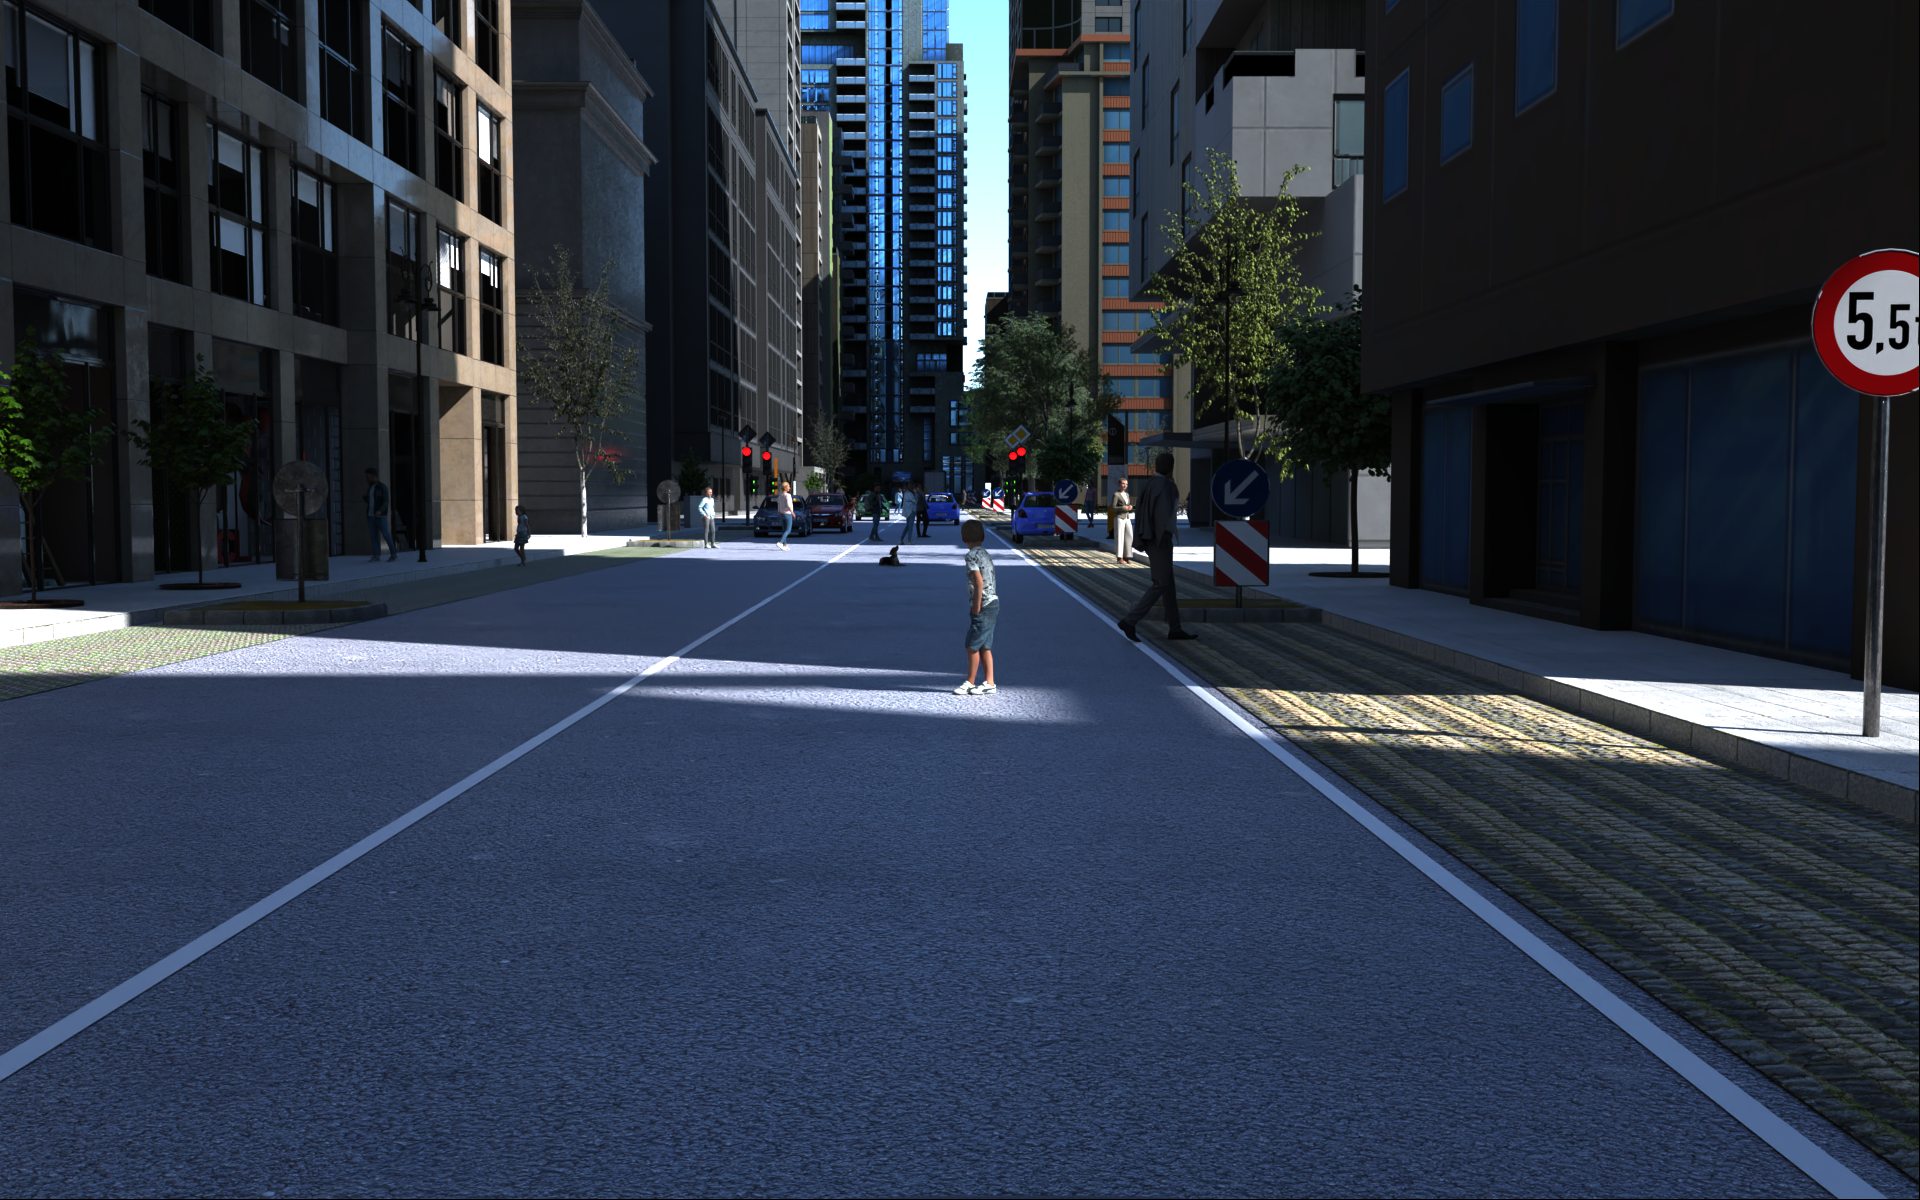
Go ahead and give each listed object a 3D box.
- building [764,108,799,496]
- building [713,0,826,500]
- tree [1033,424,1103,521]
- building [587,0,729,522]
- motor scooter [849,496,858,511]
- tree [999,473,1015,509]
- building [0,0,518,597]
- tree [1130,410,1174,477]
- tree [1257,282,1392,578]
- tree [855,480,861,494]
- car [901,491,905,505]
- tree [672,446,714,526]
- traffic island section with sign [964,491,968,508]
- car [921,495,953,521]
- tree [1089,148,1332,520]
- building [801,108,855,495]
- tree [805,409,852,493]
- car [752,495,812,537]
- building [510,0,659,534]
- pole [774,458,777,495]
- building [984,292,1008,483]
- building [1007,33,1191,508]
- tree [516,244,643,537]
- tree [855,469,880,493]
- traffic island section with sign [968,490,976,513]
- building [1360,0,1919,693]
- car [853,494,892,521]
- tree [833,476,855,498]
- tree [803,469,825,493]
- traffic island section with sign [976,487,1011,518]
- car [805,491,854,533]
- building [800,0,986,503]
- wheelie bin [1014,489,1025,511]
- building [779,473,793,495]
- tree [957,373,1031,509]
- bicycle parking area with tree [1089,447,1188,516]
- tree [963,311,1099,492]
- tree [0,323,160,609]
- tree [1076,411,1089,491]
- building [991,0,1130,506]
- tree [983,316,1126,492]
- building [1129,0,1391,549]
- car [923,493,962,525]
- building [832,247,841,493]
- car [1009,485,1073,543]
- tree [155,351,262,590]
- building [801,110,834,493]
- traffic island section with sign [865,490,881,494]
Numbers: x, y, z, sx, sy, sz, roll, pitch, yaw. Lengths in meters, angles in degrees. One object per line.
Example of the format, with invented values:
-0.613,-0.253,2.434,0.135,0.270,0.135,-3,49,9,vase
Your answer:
-18.647,-19.587,113.753,14.314,27.812,24.014,0,4,-1,building
-23.209,-44.238,161.543,20.563,71.187,20.611,0,4,-1,building
5.060,-5.993,81.694,4.285,4.588,4.351,0,3,0,tree
-18.664,-18.101,89.451,14.314,27.812,24.014,0,4,-1,building
-8.916,-8.096,145.139,0.815,1.314,1.986,0,4,-2,motor scooter
4.430,-9.737,153.794,1.663,3.219,1.824,0,3,0,tree
-21.609,-13.790,29.987,19.350,26.468,34.151,0,4,-1,building
16.916,-12.254,150.709,4.360,8.622,3.978,0,3,0,tree
6.233,-2.655,27.127,4.285,4.588,4.351,0,3,0,tree
-12.506,-12.783,203.605,1.663,3.219,1.824,0,3,0,tree
-6.195,-11.670,199.480,2.281,1.827,5.304,0,4,1,car
-10.952,-4.607,69.933,1.663,3.219,1.824,0,3,0,tree
1.286,-10.457,179.594,1.989,1.847,2.006,0,4,-1,traffic island section with sign
-1.332,-4.918,92.774,2.083,1.381,4.827,0,4,-2,car
5.982,-5.275,36.608,4.737,8.622,4.395,0,3,0,tree
-28.567,-36.410,214.904,30.456,49.044,23.786,0,4,-1,building
-11.427,-12.173,149.396,4.360,8.622,3.978,0,3,0,tree
-6.014,-2.876,59.023,2.014,1.417,4.499,0,4,-1,car
-23.683,-13.405,60.980,24.055,21.916,13.314,0,4,-1,building
-10.460,-6.395,98.395,0.158,3.312,0.155,0,3,0,pole
10.531,-28.923,244.590,14.107,30.474,14.160,0,4,-1,building
15.944,-31.538,170.273,22.147,44.769,28.867,0,4,-1,building
-11.106,-6.143,50.794,4.360,8.622,3.978,0,3,0,tree
-12.324,-15.091,230.444,4.285,4.588,4.351,0,3,0,tree
1.834,-7.386,129.396,1.989,1.847,2.006,0,4,-1,traffic island section with sign
12.673,-22.403,16.408,14.600,45.320,14.200,0,4,-1,building
-4.740,-5.034,94.096,2.131,1.459,4.920,0,4,-2,car
-12.376,-11.407,181.099,1.663,3.219,1.824,0,3,0,tree
-11.094,-8.395,131.862,1.663,3.219,1.824,0,3,0,tree
2.137,-5.738,102.443,1.989,1.847,2.006,0,4,-1,traffic island section with sign
-5.007,-3.403,64.680,2.155,1.783,4.494,0,4,1,car
-12.063,-57.111,246.438,31.000,86.520,22.319,0,4,-1,building
3.734,-6.113,107.854,0.693,1.594,0.980,0,4,-5,wheelie bin
-21.277,-16.330,134.451,16.820,18.784,16.811,0,4,-1,building
3.617,-13.558,147.430,9.928,11.665,9.643,0,3,0,tree
12.790,-7.172,104.261,9.016,4.147,8.231,-1,4,-11,bicycle parking area with tree
5.086,-13.041,119.872,9.857,13.997,8.962,0,3,0,tree
-10.429,-1.534,19.683,1.663,3.219,1.824,0,3,0,tree
9.783,-11.232,134.001,4.737,8.622,4.395,0,3,0,tree
14.449,-47.596,216.450,20.563,71.187,20.611,0,4,-1,building
5.021,-9.511,89.917,8.767,10.594,7.601,2,4,35,tree
20.012,-28.345,52.682,28.713,52.752,27.495,0,4,-1,building
-0.867,-4.349,80.694,1.945,1.707,3.694,0,4,1,car
-20.844,-25.842,194.213,14.160,30.474,14.107,0,4,-1,building
2.419,-2.545,51.201,1.945,1.707,3.694,0,4,-1,car
-10.233,-1.766,23.481,1.663,3.219,1.824,0,3,0,tree
-20.627,-30.349,179.802,14.154,41.232,14.086,0,4,-1,building
-9.435,-10.460,179.644,1.989,1.847,2.006,0,4,-1,traffic island section with sign
